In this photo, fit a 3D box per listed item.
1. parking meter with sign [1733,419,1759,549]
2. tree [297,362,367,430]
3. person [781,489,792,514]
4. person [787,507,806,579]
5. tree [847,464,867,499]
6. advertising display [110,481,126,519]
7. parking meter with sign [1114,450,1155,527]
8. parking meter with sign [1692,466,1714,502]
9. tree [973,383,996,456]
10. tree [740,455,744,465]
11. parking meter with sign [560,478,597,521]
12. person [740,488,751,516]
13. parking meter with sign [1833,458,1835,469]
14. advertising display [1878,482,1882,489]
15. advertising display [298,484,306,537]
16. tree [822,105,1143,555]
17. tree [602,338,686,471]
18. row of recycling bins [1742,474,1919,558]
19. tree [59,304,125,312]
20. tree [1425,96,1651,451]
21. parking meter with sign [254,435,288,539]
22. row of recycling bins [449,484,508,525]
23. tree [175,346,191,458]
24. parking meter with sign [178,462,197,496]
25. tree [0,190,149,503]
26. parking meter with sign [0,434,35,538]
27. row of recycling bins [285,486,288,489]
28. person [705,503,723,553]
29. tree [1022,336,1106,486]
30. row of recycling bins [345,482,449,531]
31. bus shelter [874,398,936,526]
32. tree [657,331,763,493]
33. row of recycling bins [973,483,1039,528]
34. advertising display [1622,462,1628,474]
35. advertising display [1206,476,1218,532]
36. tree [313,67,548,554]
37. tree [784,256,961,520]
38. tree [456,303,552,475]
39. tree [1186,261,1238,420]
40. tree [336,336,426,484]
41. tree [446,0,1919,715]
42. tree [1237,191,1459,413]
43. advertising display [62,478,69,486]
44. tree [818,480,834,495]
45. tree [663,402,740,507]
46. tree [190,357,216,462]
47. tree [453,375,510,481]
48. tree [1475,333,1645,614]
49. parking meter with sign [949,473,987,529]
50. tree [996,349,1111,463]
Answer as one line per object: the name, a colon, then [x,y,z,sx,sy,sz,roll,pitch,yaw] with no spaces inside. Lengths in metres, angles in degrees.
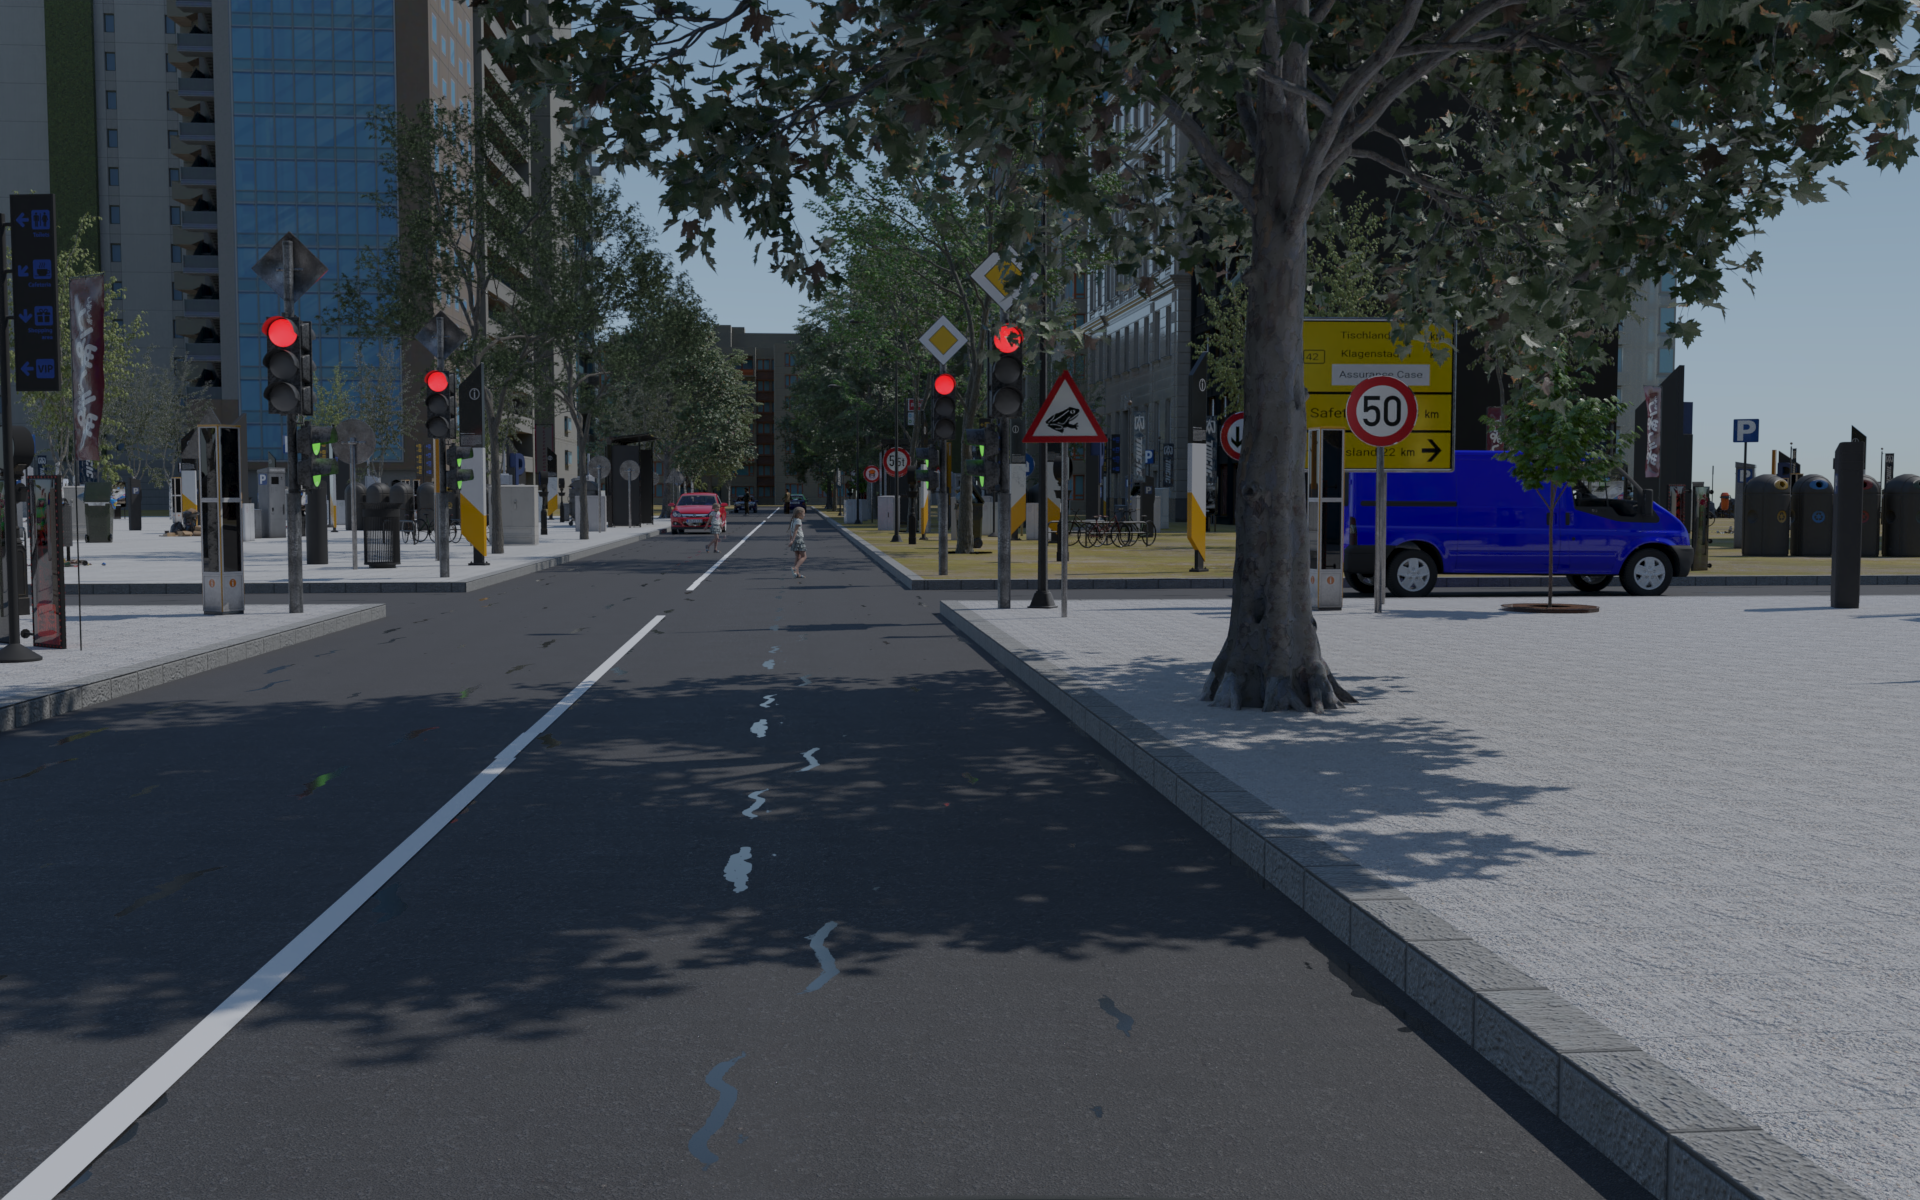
parking meter with sign: [18.577,-2.730,40.897,0.543,3.016,1.738,2,4,27]
tree: [-35.169,-8.941,96.542,4.737,8.622,4.395,0,3,0]
person: [-12.432,-7.090,124.515,0.705,1.812,1.348,2,4,28]
person: [-2.826,-0.977,29.490,0.382,1.210,0.505,-2,4,-29]
tree: [-5.365,-6.082,94.040,1.663,3.219,1.824,0,3,0]
advertising display: [-43.128,-5.099,88.576,0.123,1.923,0.974,2,4,31]
parking meter with sign: [6.804,-4.370,67.705,1.738,3.016,0.543,-3,5,-39]
parking meter with sign: [45.346,-6.739,106.447,1.738,3.016,0.543,1,4,23]
tree: [2.124,-9.217,101.054,4.737,8.622,4.395,0,3,0]
tree: [-22.872,-13.522,171.444,4.737,8.622,4.395,0,3,0]
parking meter with sign: [-17.901,-5.208,81.405,1.738,3.016,0.543,-2,4,-30]
person: [-14.289,-6.579,115.698,0.705,1.869,1.348,-3,4,-36]
parking meter with sign: [42.798,-5.307,83.025,0.543,3.016,1.738,-2,4,-33]
advertising display: [46.762,-5.122,88.953,0.974,1.923,0.123,2,4,29]
advertising display: [-19.778,-2.879,52.293,0.123,1.923,0.974,0,4,-1]
tree: [0.260,-6.797,36.892,9.928,11.665,9.643,0,3,0]
tree: [-14.526,-7.937,80.131,4.360,8.622,3.978,0,3,0]
row of recycling bins: [17.991,-1.744,35.628,3.534,1.692,1.069,1,4,9]
tree: [-32.544,-6.983,64.530,4.360,8.622,3.978,0,3,0]
tree: [10.220,-4.958,31.430,4.360,8.622,3.978,0,3,0]
parking meter with sign: [-20.051,-3.310,50.380,0.543,3.016,1.738,1,4,23]
row of recycling bins: [-19.916,-3.941,71.549,3.534,1.692,1.069,1,4,21]
tree: [-37.969,-7.899,79.505,4.360,8.622,3.978,0,3,0]
parking meter with sign: [-42.286,-6.093,95.879,1.738,3.016,0.543,-1,4,-19]
tree: [-21.924,-5.610,42.080,4.737,8.622,4.395,0,3,0]
parking meter with sign: [-27.889,-3.335,50.795,1.738,3.016,0.543,2,4,28]
row of recycling bins: [-33.480,-5.042,89.555,3.534,1.692,1.069,-2,4,-30]
person: [-6.001,-1.763,42.342,0.382,1.210,0.505,2,4,23]
tree: [4.546,-7.798,77.862,4.360,8.622,3.978,0,3,0]
row of recycling bins: [-20.007,-3.296,61.010,3.534,1.692,1.069,1,4,9]
bus shelter: [-2.317,-5.648,69.984,2.179,5.291,8.768,0,4,-5]
tree: [-17.612,-12.408,120.996,7.486,12.596,7.792,0,3,0]
row of recycling bins: [1.779,-3.610,66.136,3.534,1.692,1.069,0,4,-8]
advertising display: [13.090,-1.839,35.284,0.974,1.923,0.123,3,5,44]
advertising display: [8.329,-3.280,58.847,0.974,1.923,0.123,3,5,44]
tree: [-9.854,-6.291,37.269,8.767,10.594,7.601,1,4,11]
tree: [-4.535,-11.046,87.252,9.857,13.997,8.962,0,3,0]
tree: [-17.716,-7.090,66.288,4.360,8.622,3.978,0,3,0]
tree: [9.372,-6.415,55.249,4.737,8.622,4.395,0,3,0]
tree: [-26.633,-7.892,79.390,4.360,8.622,3.978,0,3,0]
tree: [1.909,-5.698,10.168,9.611,12.733,9.660,0,3,0]
tree: [9.731,-5.618,42.218,4.737,8.622,4.395,0,3,0]
advertising display: [-35.311,-3.860,68.328,0.123,1.923,0.974,-1,4,-15]
tree: [-12.978,-10.758,170.499,1.663,3.219,1.824,0,3,0]
tree: [-17.689,-9.913,112.438,4.737,8.622,4.395,0,3,0]
tree: [-39.479,-8.343,86.763,4.360,8.622,3.978,0,3,0]
tree: [-27.230,-9.050,98.337,4.737,8.622,4.395,0,3,0]
tree: [6.473,-1.483,18.855,1.663,3.219,1.824,0,3,0]
parking meter with sign: [0.148,-4.172,64.479,1.738,3.016,0.543,0,4,-1]
tree: [5.132,-8.273,85.620,4.737,8.622,4.395,0,3,0]
